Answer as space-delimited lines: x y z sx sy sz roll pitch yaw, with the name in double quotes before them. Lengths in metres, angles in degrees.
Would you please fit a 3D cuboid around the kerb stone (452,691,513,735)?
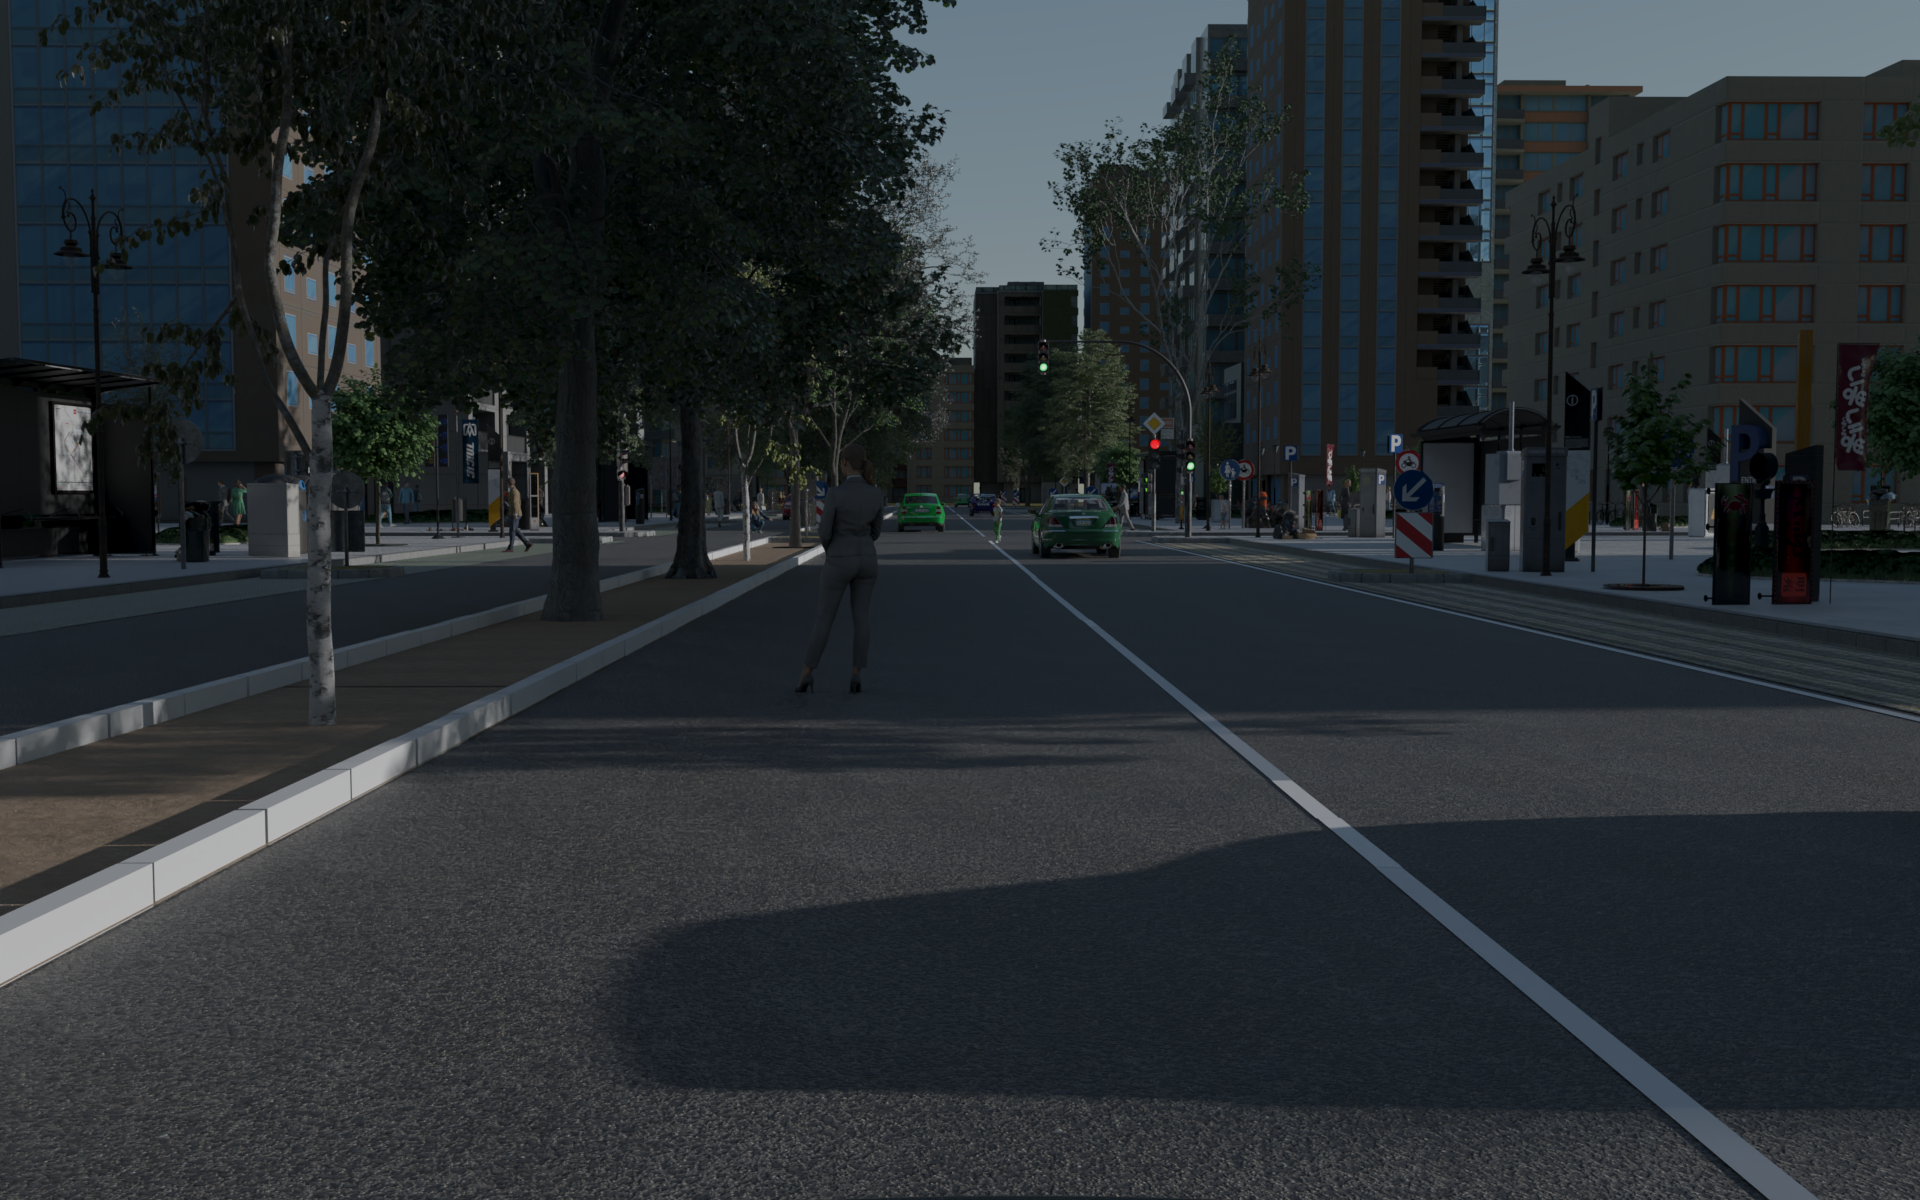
"kerb stone" -2.942 0.708 10.628 0.120 0.150 1.000 0 4 -1

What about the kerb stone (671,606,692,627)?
"kerb stone" -3.072 0.206 18.831 0.120 0.150 1.000 0 4 -1

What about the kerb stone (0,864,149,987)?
"kerb stone" -2.857 1.020 5.517 0.120 0.150 1.000 0 4 -1

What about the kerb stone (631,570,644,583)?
"kerb stone" -5.314 -0.360 28.084 0.120 0.150 1.000 0 4 -1

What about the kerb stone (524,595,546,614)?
"kerb stone" -5.198 0.079 20.901 0.120 0.150 1.000 0 4 -1

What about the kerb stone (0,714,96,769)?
"kerb stone" -5.025 0.770 9.606 0.120 0.150 1.000 0 4 -1

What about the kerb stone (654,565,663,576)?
"kerb stone" -5.352 -0.485 30.133 0.120 0.150 1.000 0 4 -1

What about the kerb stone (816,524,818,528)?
"kerb stone" -5.986 -2.961 70.613 0.120 0.150 1.000 0 4 -1

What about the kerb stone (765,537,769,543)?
"kerb stone" -5.660 -1.673 49.583 0.120 0.150 1.000 0 4 -1

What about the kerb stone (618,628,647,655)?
"kerb stone" -3.018 0.393 15.764 0.120 0.150 1.000 0 4 -1

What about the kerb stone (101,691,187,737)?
"kerb stone" -5.036 0.707 10.629 0.120 0.150 1.000 0 4 -1

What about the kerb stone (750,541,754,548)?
"kerb stone" -5.601 -1.425 45.487 0.120 0.150 1.000 0 4 -1

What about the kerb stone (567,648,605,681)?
"kerb stone" -2.990 0.519 13.712 0.120 0.150 1.000 0 4 -1

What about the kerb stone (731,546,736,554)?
"kerb stone" -5.525 -1.174 41.398 0.120 0.150 1.000 0 4 -1

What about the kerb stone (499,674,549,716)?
"kerb stone" -2.953 0.645 11.650 0.120 0.150 1.000 0 4 -1

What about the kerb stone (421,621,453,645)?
"kerb stone" -5.137 0.338 16.795 0.120 0.150 1.000 0 4 -1

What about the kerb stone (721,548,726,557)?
"kerb stone" -5.489 -1.043 39.355 0.120 0.150 1.000 0 4 -1

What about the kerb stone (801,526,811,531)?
"kerb stone" -5.924 -2.710 66.503 0.120 0.150 1.000 0 4 -1

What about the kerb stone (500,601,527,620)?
"kerb stone" -5.183 0.142 19.880 0.120 0.150 1.000 0 4 -1

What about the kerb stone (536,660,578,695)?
"kerb stone" -2.975 0.582 12.676 0.120 0.150 1.000 0 4 -1

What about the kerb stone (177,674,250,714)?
"kerb stone" -5.057 0.645 11.654 0.120 0.150 1.000 0 4 -1

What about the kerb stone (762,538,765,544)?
"kerb stone" -5.643 -1.610 48.560 0.120 0.150 1.000 0 4 -1

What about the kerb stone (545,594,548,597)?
"kerb stone" -5.217 0.016 21.927 0.120 0.150 1.000 0 4 -1

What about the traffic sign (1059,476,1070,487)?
"traffic sign" 7.560 -7.684 125.361 0.795 2.593 0.064 0 4 1

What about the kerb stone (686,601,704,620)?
"kerb stone" -3.089 0.144 19.853 0.120 0.150 1.000 0 4 -1

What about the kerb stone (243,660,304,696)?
"kerb stone" -5.070 0.581 12.689 0.120 0.150 1.000 0 4 -1

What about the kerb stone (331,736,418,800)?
"kerb stone" -2.907 0.833 8.584 0.120 0.150 1.000 0 4 -1

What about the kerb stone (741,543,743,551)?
"kerb stone" -5.557 -1.294 43.442 0.120 0.150 1.000 0 4 -1

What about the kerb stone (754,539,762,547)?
"kerb stone" -5.622 -1.550 47.538 0.120 0.150 1.000 0 4 -1

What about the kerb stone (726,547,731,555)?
"kerb stone" -5.511 -1.112 40.376 0.120 0.150 1.000 0 4 -1

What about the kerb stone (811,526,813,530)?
"kerb stone" -5.940 -2.771 67.534 0.120 0.150 1.000 0 4 -1

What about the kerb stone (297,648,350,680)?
"kerb stone" -5.085 0.518 13.719 0.120 0.150 1.000 0 4 -1

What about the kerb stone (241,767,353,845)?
"kerb stone" -2.891 0.895 7.562 0.120 0.150 1.000 0 4 -1

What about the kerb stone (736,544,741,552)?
"kerb stone" -5.542 -1.237 42.420 0.120 0.150 1.000 0 4 -1

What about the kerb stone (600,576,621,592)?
"kerb stone" -5.285 -0.234 26.038 0.120 0.150 1.000 0 4 -1

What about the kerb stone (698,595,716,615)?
"kerb stone" -3.098 0.081 20.875 0.120 0.150 1.000 0 4 -1

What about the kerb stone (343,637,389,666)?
"kerb stone" -5.105 0.455 14.749 0.120 0.150 1.000 0 4 -1

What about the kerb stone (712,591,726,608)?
"kerb stone" -3.112 0.021 21.897 0.120 0.150 1.000 0 4 -1

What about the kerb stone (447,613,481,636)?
"kerb stone" -5.149 0.268 17.826 0.120 0.150 1.000 0 4 -1

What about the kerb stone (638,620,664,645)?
"kerb stone" -3.036 0.331 16.787 0.120 0.150 1.000 0 4 -1

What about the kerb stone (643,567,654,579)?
"kerb stone" -5.332 -0.423 29.105 0.120 0.150 1.000 0 4 -1

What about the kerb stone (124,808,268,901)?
"kerb stone" -2.877 0.959 6.539 0.120 0.150 1.000 0 4 -1

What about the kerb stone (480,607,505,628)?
"kerb stone" -5.163 0.211 18.850 0.120 0.150 1.000 0 4 -1

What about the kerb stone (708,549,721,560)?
"kerb stone" -5.470 -0.987 38.327 0.120 0.150 1.000 0 4 -1

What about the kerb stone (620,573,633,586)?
"kerb stone" -5.296 -0.298 27.062 0.120 0.150 1.000 0 4 -1

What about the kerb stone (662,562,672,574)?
"kerb stone" -5.366 -0.548 31.163 0.120 0.150 1.000 0 4 -1

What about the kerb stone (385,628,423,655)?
"kerb stone" -5.121 0.393 15.772 0.120 0.150 1.000 0 4 -1

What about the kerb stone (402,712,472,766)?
"kerb stone" -2.918 0.773 9.606 0.120 0.150 1.000 0 4 -1

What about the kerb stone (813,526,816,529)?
"kerb stone" -5.979 -2.899 69.591 0.120 0.150 1.000 0 4 -1

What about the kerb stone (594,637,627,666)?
"kerb stone" -3.007 0.456 14.733 0.120 0.150 1.000 0 4 -1

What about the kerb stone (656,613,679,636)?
"kerb stone" -3.049 0.268 17.809 0.120 0.150 1.000 0 4 -1
